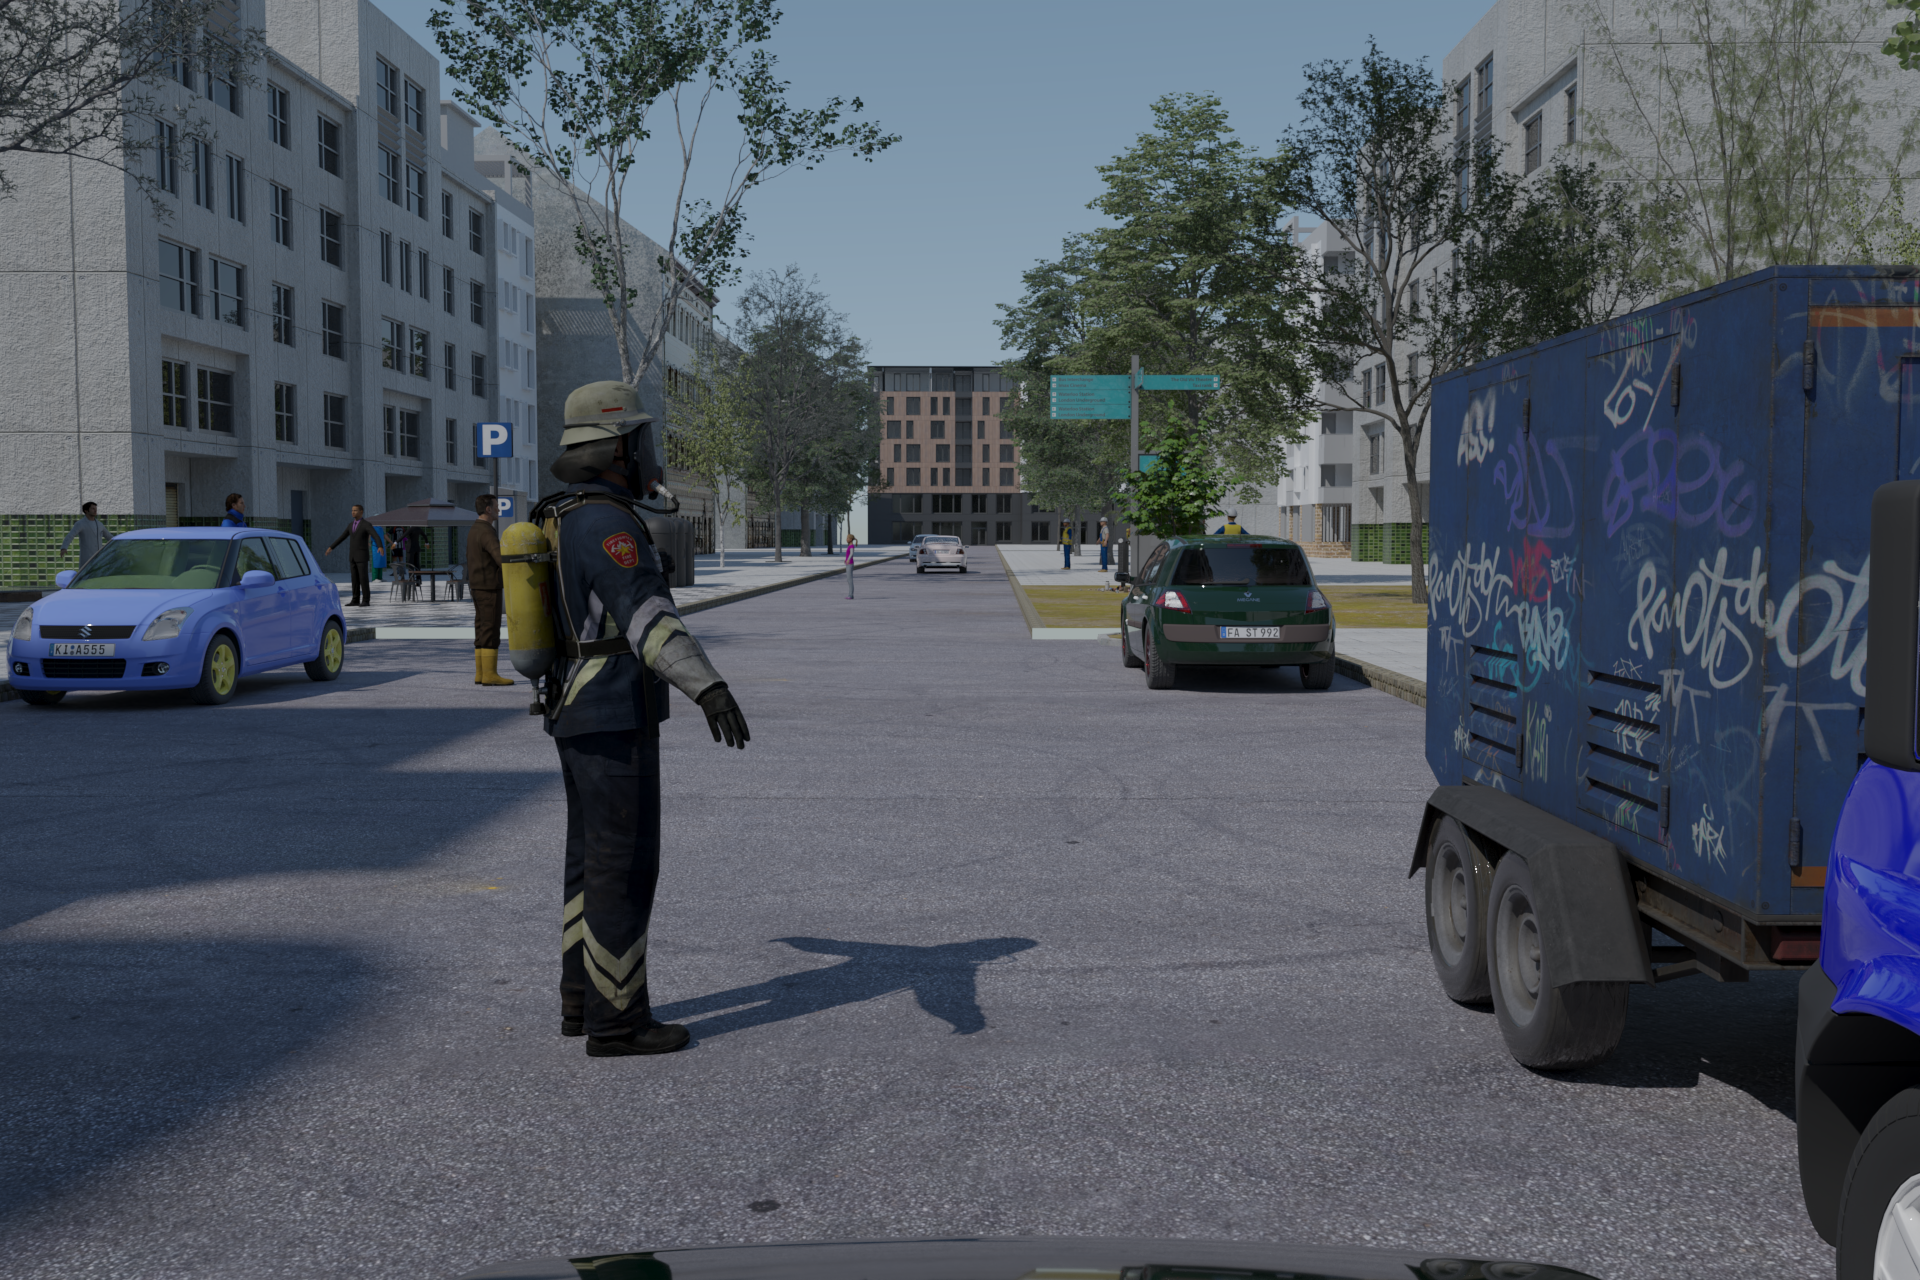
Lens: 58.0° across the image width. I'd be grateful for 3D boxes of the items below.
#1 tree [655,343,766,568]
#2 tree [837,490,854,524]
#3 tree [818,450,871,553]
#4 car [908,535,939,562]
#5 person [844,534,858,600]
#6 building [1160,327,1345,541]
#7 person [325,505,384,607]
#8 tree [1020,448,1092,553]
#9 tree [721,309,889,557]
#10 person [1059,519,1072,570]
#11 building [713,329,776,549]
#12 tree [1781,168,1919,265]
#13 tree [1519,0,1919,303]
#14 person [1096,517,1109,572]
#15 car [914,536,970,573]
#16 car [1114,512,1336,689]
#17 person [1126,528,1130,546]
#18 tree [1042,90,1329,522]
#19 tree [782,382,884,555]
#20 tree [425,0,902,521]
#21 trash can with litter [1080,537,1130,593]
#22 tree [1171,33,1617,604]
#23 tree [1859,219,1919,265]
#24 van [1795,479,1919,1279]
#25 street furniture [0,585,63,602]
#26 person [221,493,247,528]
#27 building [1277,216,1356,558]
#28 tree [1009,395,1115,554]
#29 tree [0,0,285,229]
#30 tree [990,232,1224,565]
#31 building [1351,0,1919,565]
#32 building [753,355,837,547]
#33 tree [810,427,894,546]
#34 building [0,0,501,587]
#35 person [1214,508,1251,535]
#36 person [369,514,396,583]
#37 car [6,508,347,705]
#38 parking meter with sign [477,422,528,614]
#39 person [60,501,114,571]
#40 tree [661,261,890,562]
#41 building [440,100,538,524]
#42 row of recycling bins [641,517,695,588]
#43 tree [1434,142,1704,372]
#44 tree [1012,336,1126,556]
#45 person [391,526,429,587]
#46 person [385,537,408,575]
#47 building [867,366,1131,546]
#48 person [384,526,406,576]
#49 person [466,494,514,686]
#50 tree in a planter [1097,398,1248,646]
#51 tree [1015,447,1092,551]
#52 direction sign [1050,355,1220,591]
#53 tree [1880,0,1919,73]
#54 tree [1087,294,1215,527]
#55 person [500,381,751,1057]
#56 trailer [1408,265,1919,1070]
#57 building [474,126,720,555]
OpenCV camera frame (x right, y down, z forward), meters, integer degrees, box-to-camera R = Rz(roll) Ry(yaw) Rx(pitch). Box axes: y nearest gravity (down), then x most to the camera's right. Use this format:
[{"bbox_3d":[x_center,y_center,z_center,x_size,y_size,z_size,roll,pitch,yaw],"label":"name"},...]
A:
[{"bbox_3d":[-9.238,-7.074,66.017,4.737,8.622,4.395,0,3,0],"label":"tree"},{"bbox_3d":[-16.489,-18.208,215.821,7.486,12.596,7.792,0,3,0],"label":"tree"},{"bbox_3d":[-8.098,-10.182,116.835,4.360,8.622,3.978,0,3,0],"label":"tree"},{"bbox_3d":[-1.681,-4.753,89.720,2.014,1.417,4.499,0,4,1],"label":"car"},{"bbox_3d":[-2.470,-1.606,37.988,0.599,1.433,0.991,0,4,-7],"label":"person"},{"bbox_3d":[26.453,-17.758,156.800,16.747,18.905,31.486,0,4,1],"label":"building"},{"bbox_3d":[-10.646,-1.492,30.620,1.346,1.802,0.704,2,4,26],"label":"person"},{"bbox_3d":[7.867,-11.889,120.143,9.928,11.665,9.643,0,3,0],"label":"tree"},{"bbox_3d":[-8.741,-11.661,97.310,9.857,13.997,8.962,0,3,0],"label":"tree"},{"bbox_3d":[3.830,-3.454,62.438,0.705,1.833,1.349,-1,4,-12],"label":"person"},{"bbox_3d":[-27.251,-19.939,156.931,19.493,23.208,18.063,0,4,2],"label":"building"},{"bbox_3d":[18.225,-5.107,33.866,4.737,8.622,4.395,0,3,0],"label":"tree"},{"bbox_3d":[8.741,-4.157,18.331,4.360,8.622,3.978,0,3,0],"label":"tree"},{"bbox_3d":[4.804,-3.193,58.057,0.705,1.847,1.347,0,4,-7],"label":"person"},{"bbox_3d":[-0.673,-3.180,64.351,2.083,1.381,4.827,0,4,0],"label":"car"},{"bbox_3d":[2.591,-0.464,17.371,2.009,1.686,4.222,0,4,1],"label":"car"},{"bbox_3d":[5.996,-3.270,59.238,0.705,1.858,1.354,2,4,25],"label":"person"},{"bbox_3d":[5.943,-7.788,45.454,7.486,12.596,7.792,0,3,0],"label":"tree"},{"bbox_3d":[-8.295,-11.169,108.368,9.928,11.665,9.643,0,3,0],"label":"tree"},{"bbox_3d":[-8.131,-11.805,48.897,12.611,20.169,13.585,0,3,0],"label":"tree"},{"bbox_3d":[3.572,-1.687,38.636,1.678,1.210,2.233,0,4,0],"label":"trash can with litter"},{"bbox_3d":[8.390,-5.969,32.013,8.767,10.594,7.601,-1,4,-23],"label":"tree"},{"bbox_3d":[21.962,-5.568,41.398,4.360,8.622,3.978,0,3,0],"label":"tree"},{"bbox_3d":[2.218,0.237,0.509,2.240,2.365,5.245,0,4,1],"label":"van"},{"bbox_3d":[-22.809,-1.545,32.114,9.812,1.723,11.010,2,4,27],"label":"street furniture"},{"bbox_3d":[-9.656,-1.053,23.197,0.704,1.831,1.345,-1,4,-9],"label":"person"},{"bbox_3d":[24.516,-15.152,104.154,16.016,20.090,11.380,0,4,1],"label":"building"},{"bbox_3d":[7.143,-11.277,110.131,9.928,11.665,9.643,0,3,0],"label":"tree"},{"bbox_3d":[-12.543,-6.562,17.660,12.009,13.543,11.850,0,3,0],"label":"tree"},{"bbox_3d":[5.998,-10.080,71.457,9.857,13.997,8.962,0,3,0],"label":"tree"},{"bbox_3d":[26.327,-12.130,64.780,16.747,18.905,31.486,0,4,1],"label":"building"},{"bbox_3d":[-23.158,-19.601,186.941,16.747,18.905,31.486,0,4,2],"label":"building"},{"bbox_3d":[-8.357,-11.713,125.921,7.601,10.594,8.767,-2,4,-31],"label":"tree"},{"bbox_3d":[-27.924,-11.647,56.894,16.747,18.905,31.486,0,4,1],"label":"building"},{"bbox_3d":[5.034,-1.582,32.335,1.216,1.772,0.721,-1,4,-9],"label":"person"},{"bbox_3d":[-15.412,-2.434,45.918,0.704,1.817,1.347,1,4,12],"label":"person"},{"bbox_3d":[-6.983,-0.371,15.655,1.945,1.707,3.694,0,4,1],"label":"car"},{"bbox_3d":[-7.240,-1.937,27.933,0.543,3.016,1.738,0,4,1],"label":"parking meter with sign"},{"bbox_3d":[-14.014,-1.334,27.995,0.705,1.806,1.347,1,4,21],"label":"person"},{"bbox_3d":[-8.240,-10.279,78.427,12.009,13.543,11.850,0,3,0],"label":"tree"},{"bbox_3d":[-27.116,-13.494,77.048,16.016,20.090,11.380,0,4,1],"label":"building"},{"bbox_3d":[-7.117,-2.162,42.468,1.069,1.692,3.534,0,4,0],"label":"row of recycling bins"},{"bbox_3d":[15.104,-6.579,41.972,7.601,10.594,8.767,0,4,6],"label":"tree"},{"bbox_3d":[6.512,-11.034,98.533,7.486,12.596,7.792,0,3,0],"label":"tree"},{"bbox_3d":[-13.348,-2.166,42.130,0.721,1.740,1.216,2,4,27],"label":"person"},{"bbox_3d":[-17.690,-2.786,54.818,0.991,1.433,0.599,-1,4,-21],"label":"person"},{"bbox_3d":[4.696,-22.827,219.651,32.646,21.610,27.936,0,4,-2],"label":"building"},{"bbox_3d":[-17.210,-2.862,52.941,0.704,1.843,1.345,3,5,42],"label":"person"},{"bbox_3d":[-4.450,-0.479,16.428,0.704,1.812,1.346,-2,4,-33],"label":"person"},{"bbox_3d":[2.825,-1.561,22.744,1.991,3.239,1.994,0,4,1],"label":"tree in a planter"},{"bbox_3d":[7.719,-11.968,130.094,7.601,10.594,8.767,-2,4,-24],"label":"tree"},{"bbox_3d":[2.608,-2.243,25.434,2.525,3.948,1.411,0,4,1],"label":"direction sign"},{"bbox_3d":[8.540,-5.533,8.600,7.486,12.596,7.792,0,3,0],"label":"tree"},{"bbox_3d":[6.146,-6.292,53.231,4.360,8.622,3.978,0,3,0],"label":"tree"},{"bbox_3d":[-0.962,0.206,4.872,0.705,1.856,1.354,-2,4,-30],"label":"person"},{"bbox_3d":[2.201,0.085,5.660,1.471,1.999,3.904,0,3,0],"label":"trailer"},{"bbox_3d":[-25.225,-16.630,102.835,19.493,23.208,18.063,0,4,0],"label":"building"}]
